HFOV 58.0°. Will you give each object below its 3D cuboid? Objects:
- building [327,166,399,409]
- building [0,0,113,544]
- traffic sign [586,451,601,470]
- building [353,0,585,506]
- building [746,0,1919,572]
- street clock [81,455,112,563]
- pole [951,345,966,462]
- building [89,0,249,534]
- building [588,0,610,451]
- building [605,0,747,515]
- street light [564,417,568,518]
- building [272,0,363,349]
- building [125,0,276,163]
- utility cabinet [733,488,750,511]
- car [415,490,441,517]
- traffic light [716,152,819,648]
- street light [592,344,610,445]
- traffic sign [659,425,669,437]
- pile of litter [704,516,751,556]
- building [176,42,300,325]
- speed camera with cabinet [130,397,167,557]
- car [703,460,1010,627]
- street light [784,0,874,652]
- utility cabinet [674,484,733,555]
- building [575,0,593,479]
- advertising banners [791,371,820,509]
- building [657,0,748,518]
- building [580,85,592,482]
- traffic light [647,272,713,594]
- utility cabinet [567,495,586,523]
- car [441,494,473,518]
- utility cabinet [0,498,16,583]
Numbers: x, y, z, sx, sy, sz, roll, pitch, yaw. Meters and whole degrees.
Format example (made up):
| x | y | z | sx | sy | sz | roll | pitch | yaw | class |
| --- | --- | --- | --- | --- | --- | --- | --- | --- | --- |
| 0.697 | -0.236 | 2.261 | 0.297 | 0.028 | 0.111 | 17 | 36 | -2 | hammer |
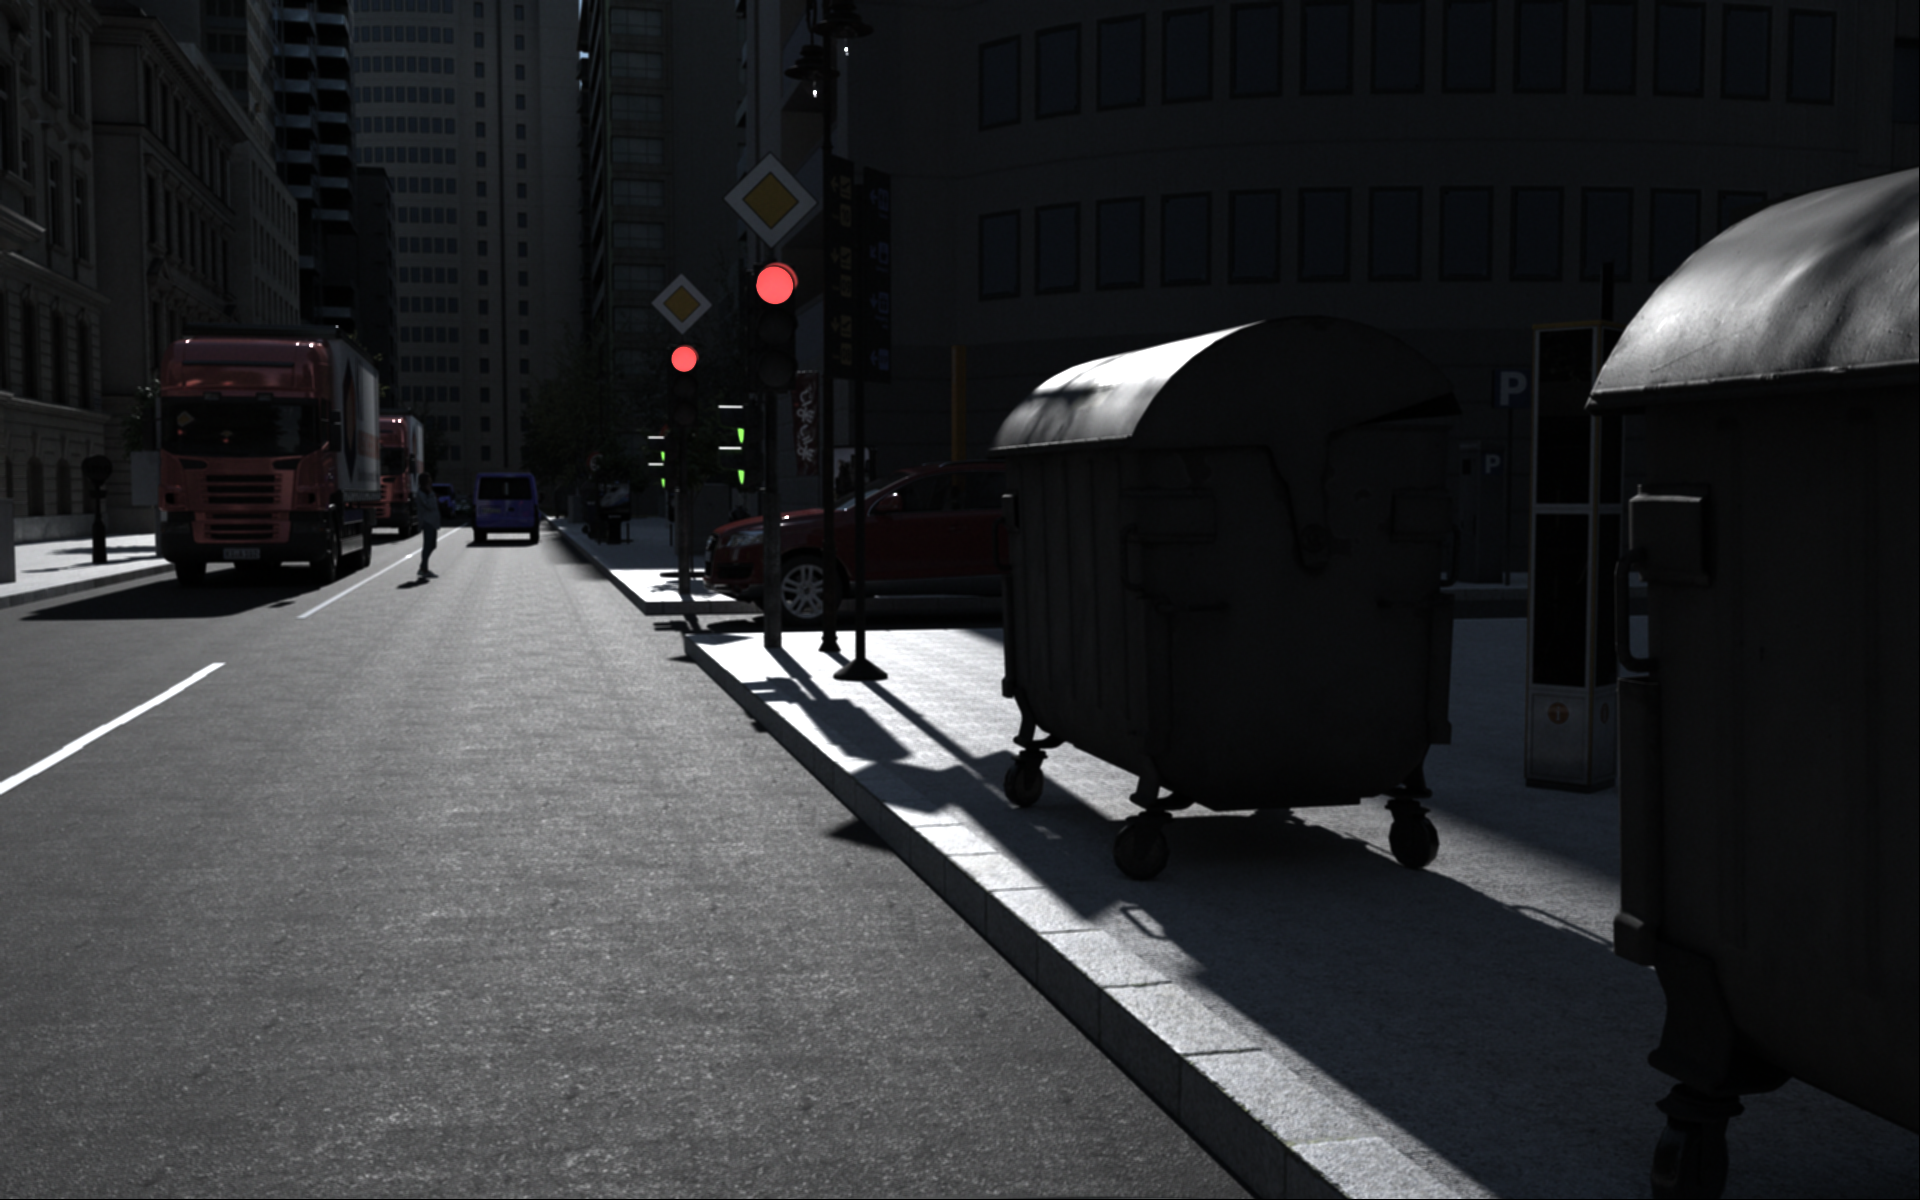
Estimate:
| x | y | z | sx | sy | sz | roll | pitch | yaw | class |
| --- | --- | --- | --- | --- | --- | --- | --- | --- | --- |
| -57.522 | -23.382 | 153.989 | 14.107 | 30.474 | 14.160 | -1 | 4 | -14 | building |
| -27.590 | -13.270 | 36.048 | 14.460 | 24.649 | 34.723 | -1 | 4 | -14 | building |
| -10.577 | -3.104 | 50.863 | 0.768 | 2.556 | 0.104 | 0 | 4 | -7 | traffic sign |
| -55.264 | -39.383 | 185.910 | 28.212 | 58.520 | 21.231 | -1 | 4 | -14 | building |
| 10.464 | -30.288 | 37.206 | 28.212 | 58.520 | 21.231 | -1 | 4 | -14 | building |
| -15.959 | -1.682 | 32.069 | 0.358 | 2.002 | 0.471 | 3 | 5 | 41 | street clock |
| -0.017 | -1.834 | 23.822 | 0.158 | 3.312 | 0.155 | 0 | 3 | 0 | pole |
| -32.749 | -12.126 | 62.894 | 10.561 | 19.102 | 19.286 | -1 | 4 | -14 | building |
| -16.423 | -30.961 | 129.917 | 21.300 | 48.544 | 21.600 | -1 | 4 | -14 | building |
| -15.709 | -26.193 | 111.856 | 14.154 | 41.232 | 14.086 | -1 | 4 | -14 | building |
| -21.542 | -7.449 | 94.580 | 0.468 | 5.910 | 1.993 | -1 | 4 | -14 | street light |
| -55.286 | -49.791 | 126.746 | 22.319 | 86.520 | 31.000 | -1 | 4 | -14 | building |
| -53.286 | -24.954 | 99.871 | 32.217 | 40.220 | 23.993 | -1 | 4 | -14 | building |
| -7.960 | -3.360 | 63.619 | 0.318 | 1.500 | 1.173 | 1 | 4 | 21 | utility cabinet |
| -26.046 | -4.539 | 82.893 | 2.281 | 1.827 | 5.304 | -1 | 4 | -13 | car |
| -1.587 | -1.558 | 14.390 | 0.839 | 4.253 | 0.868 | -1 | 4 | -14 | traffic light |
| -11.043 | -4.927 | 53.337 | 0.468 | 5.910 | 1.993 | -1 | 4 | -14 | street light |
| -4.701 | -1.781 | 29.220 | 0.768 | 2.556 | 0.104 | -1 | 4 | -12 | traffic sign |
| -4.436 | -1.216 | 33.853 | 1.176 | 0.858 | 1.719 | 0 | 4 | 8 | pile of litter |
| -37.449 | -13.845 | 81.115 | 10.420 | 20.320 | 16.860 | -1 | 4 | -14 | building |
| -16.587 | -2.557 | 36.145 | 0.660 | 3.252 | 2.038 | 0 | 4 | -2 | speed camera with cabinet |
| -0.294 | -0.692 | 19.980 | 5.304 | 1.827 | 2.281 | -1 | 4 | -14 | car |
| -1.067 | -2.520 | 13.984 | 0.468 | 5.910 | 1.993 | -1 | 4 | -14 | street light |
| -5.387 | -1.685 | 36.230 | 1.173 | 1.500 | 0.318 | -3 | 5 | -41 | utility cabinet |
| -22.671 | -30.599 | 154.923 | 22.147 | 44.769 | 28.867 | -1 | 4 | -14 | building |
| -1.569 | -1.731 | 24.489 | 2.074 | 3.025 | 0.090 | 2 | 4 | 30 | advertising banners |
| -2.285 | -47.068 | 82.233 | 22.319 | 86.520 | 31.000 | -1 | 4 | -14 | building |
| -33.772 | -32.889 | 187.839 | 14.200 | 45.320 | 14.600 | -1 | 4 | -14 | building |
| -3.559 | -2.031 | 22.128 | 0.839 | 4.253 | 0.868 | -1 | 4 | -14 | traffic light |
| -16.869 | -3.981 | 76.243 | 0.306 | 1.237 | 1.020 | 1 | 4 | 19 | utility cabinet |
| -30.911 | -5.795 | 106.551 | 2.131 | 1.459 | 4.920 | -1 | 4 | -14 | car |
| -14.070 | -0.831 | 24.754 | 0.306 | 1.237 | 1.020 | 2 | 4 | 25 | utility cabinet |
